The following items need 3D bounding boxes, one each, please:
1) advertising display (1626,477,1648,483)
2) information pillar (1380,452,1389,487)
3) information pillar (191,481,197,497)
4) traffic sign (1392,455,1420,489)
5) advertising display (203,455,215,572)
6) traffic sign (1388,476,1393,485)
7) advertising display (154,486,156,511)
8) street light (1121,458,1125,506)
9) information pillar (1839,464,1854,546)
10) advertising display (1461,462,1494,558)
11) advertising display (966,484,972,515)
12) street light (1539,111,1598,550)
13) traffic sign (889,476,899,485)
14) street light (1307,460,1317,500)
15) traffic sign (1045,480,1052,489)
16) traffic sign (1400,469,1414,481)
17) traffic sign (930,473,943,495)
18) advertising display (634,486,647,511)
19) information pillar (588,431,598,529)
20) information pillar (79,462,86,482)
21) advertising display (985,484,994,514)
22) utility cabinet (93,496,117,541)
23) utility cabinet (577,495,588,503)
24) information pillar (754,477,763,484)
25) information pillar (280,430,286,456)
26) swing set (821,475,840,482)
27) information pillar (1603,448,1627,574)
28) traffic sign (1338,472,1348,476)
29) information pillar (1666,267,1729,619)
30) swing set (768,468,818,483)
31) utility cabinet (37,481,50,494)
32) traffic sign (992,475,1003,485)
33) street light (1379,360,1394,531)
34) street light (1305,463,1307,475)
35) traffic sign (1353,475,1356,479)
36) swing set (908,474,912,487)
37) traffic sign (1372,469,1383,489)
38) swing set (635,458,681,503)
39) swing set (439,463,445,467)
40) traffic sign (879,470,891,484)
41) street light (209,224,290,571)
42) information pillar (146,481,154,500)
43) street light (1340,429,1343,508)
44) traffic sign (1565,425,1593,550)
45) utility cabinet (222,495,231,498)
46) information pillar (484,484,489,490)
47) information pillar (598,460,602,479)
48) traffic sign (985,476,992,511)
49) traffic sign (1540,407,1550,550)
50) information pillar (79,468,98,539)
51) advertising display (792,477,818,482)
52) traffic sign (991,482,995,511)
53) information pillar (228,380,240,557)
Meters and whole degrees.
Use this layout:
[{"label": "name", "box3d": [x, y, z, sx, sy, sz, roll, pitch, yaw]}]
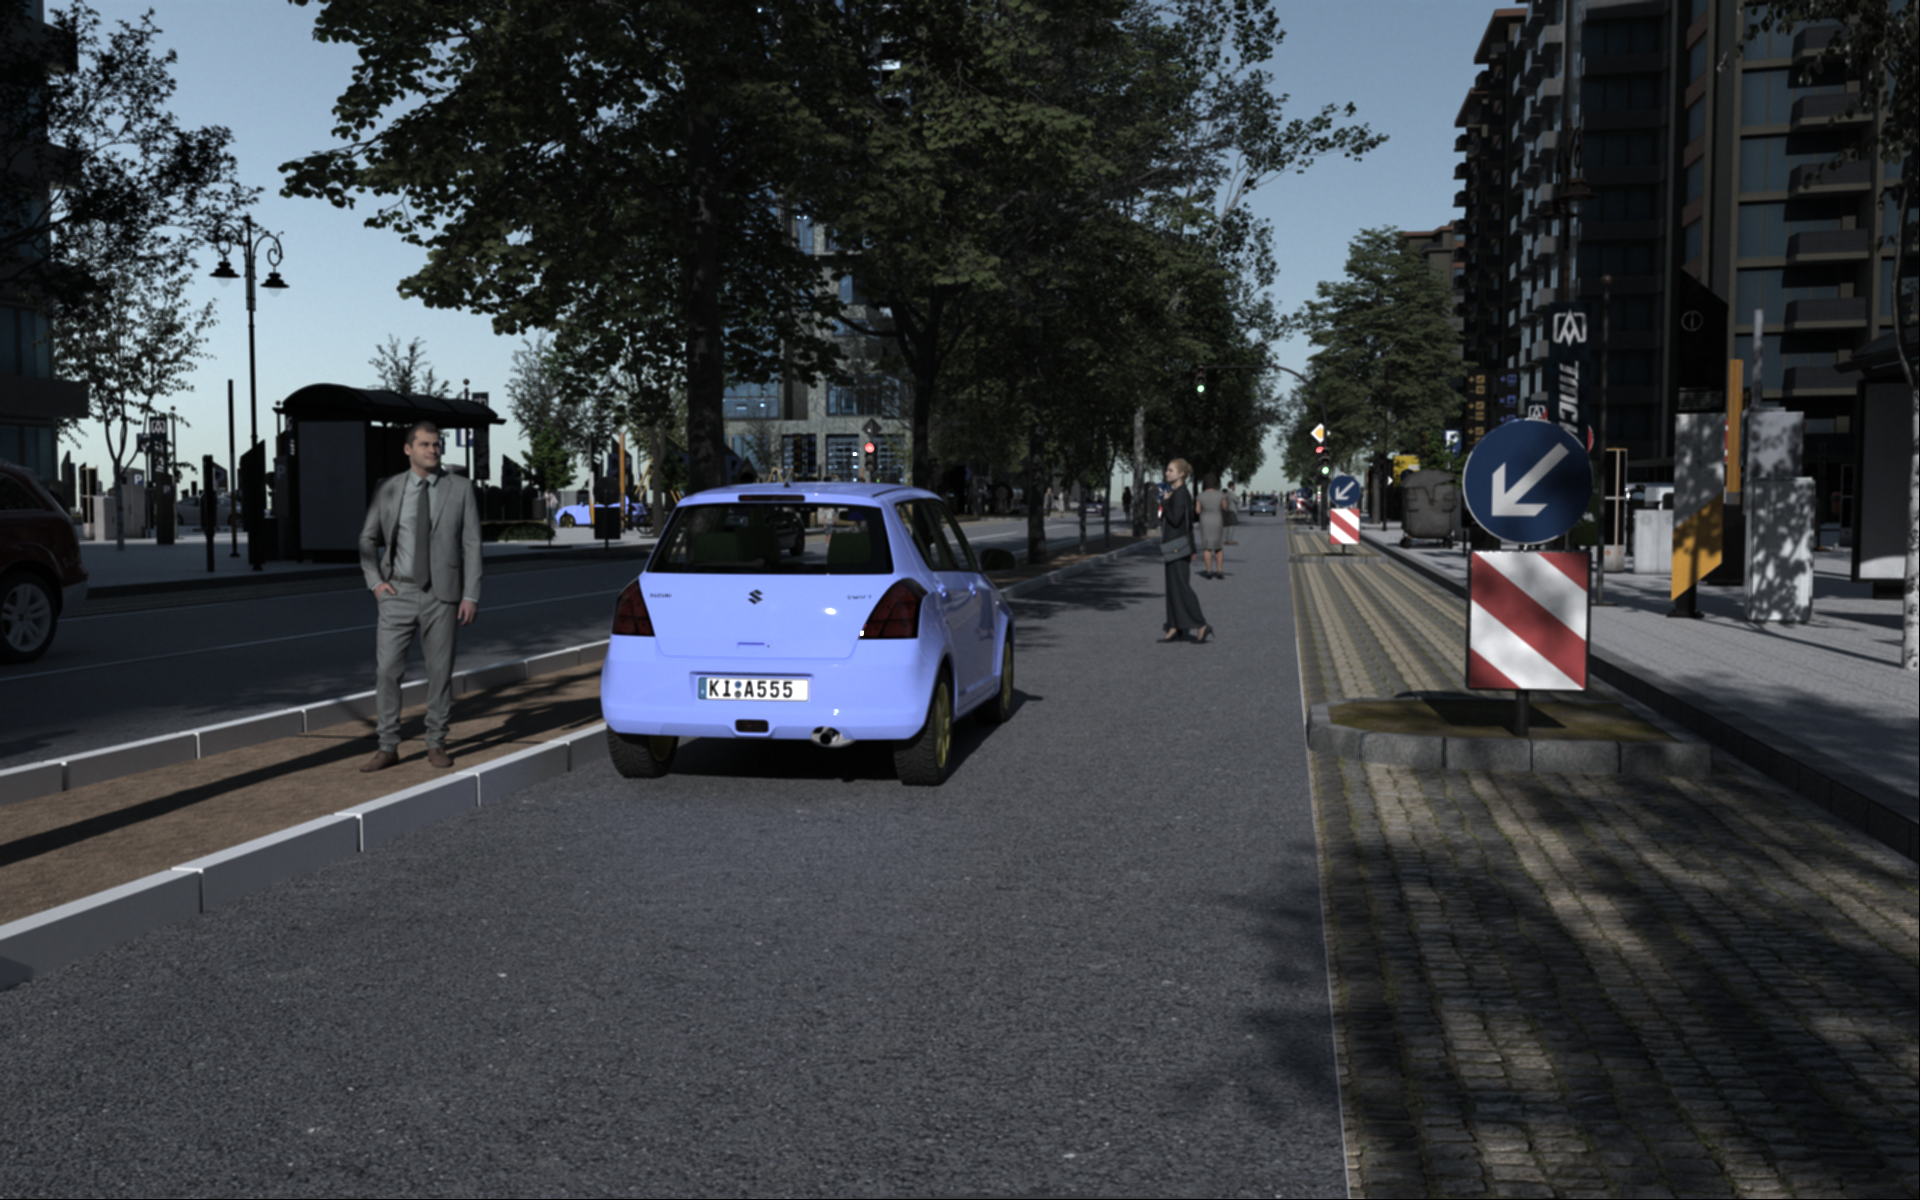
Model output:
[{"label": "advertising display", "box3d": [26.033, -3.771, 66.877, 0.974, 1.923, 0.123, 2, 4, 25]}, {"label": "information pillar", "box3d": [23.181, -6.326, 94.787, 0.504, 3.616, 0.183, 0, 4, -2]}, {"label": "information pillar", "box3d": [-43.914, -5.802, 99.349, 0.304, 2.012, 0.304, -2, 4, -24]}, {"label": "traffic sign", "box3d": [23.469, -5.838, 89.327, 2.265, 3.308, 0.079, 1, 4, 14]}, {"label": "advertising display", "box3d": [-12.501, -1.444, 28.829, 0.123, 1.923, 0.974, -2, 4, -25]}, {"label": "traffic sign", "box3d": [23.827, -5.858, 96.960, 0.795, 2.450, 0.064, 1, 4, 15]}, {"label": "advertising display", "box3d": [-62.258, -7.855, 133.634, 0.123, 1.923, 0.974, 0, 4, 8]}, {"label": "street light", "box3d": [17.501, -13.032, 185.856, 0.468, 5.910, 1.993, 1, 4, 11]}, {"label": "information pillar", "box3d": [21.818, -2.329, 42.565, 0.304, 2.012, 0.304, 2, 4, 31]}, {"label": "advertising display", "box3d": [10.363, -1.795, 34.570, 0.123, 1.923, 0.974, -1, 4, -22]}, {"label": "advertising display", "box3d": [0.571, -6.254, 107.460, 0.123, 1.923, 0.974, 1, 4, 18]}, {"label": "street light", "box3d": [7.486, -2.976, 21.450, 0.468, 5.910, 1.993, 1, 4, 11]}, {"label": "traffic sign", "box3d": [-3.661, -5.731, 95.830, 0.606, 2.300, 0.079, 1, 4, 11]}, {"label": "street light", "box3d": [44.139, -14.943, 217.109, 0.468, 5.910, 1.993, 1, 4, 11]}, {"label": "traffic sign", "box3d": [6.526, -7.751, 128.853, 0.606, 2.300, 0.079, 1, 4, 12]}, {"label": "traffic sign", "box3d": [22.769, -5.382, 88.094, 0.768, 2.556, 0.104, 1, 4, 18]}, {"label": "traffic sign", "box3d": [-1.456, -6.524, 106.780, 0.768, 2.556, 0.104, 1, 4, 12]}, {"label": "advertising display", "box3d": [-24.398, -7.768, 132.223, 0.974, 1.923, 0.123, 1, 4, 14]}, {"label": "information pillar", "box3d": [-13.753, -4.481, 64.626, 0.183, 3.616, 0.504, -2, 4, -24]}, {"label": "information pillar", "box3d": [-63.410, -8.190, 125.262, 0.504, 3.616, 0.183, -3, 4, -37]}, {"label": "advertising display", "box3d": [2.027, -6.603, 113.167, 0.974, 1.923, 0.123, 0, 4, 1]}, {"label": "utility cabinet", "box3d": [-23.747, -2.263, 48.159, 0.306, 1.237, 1.020, 0, 4, -8]}, {"label": "utility cabinet", "box3d": [-25.153, -6.377, 115.426, 1.020, 1.237, 0.306, -1, 4, -14]}, {"label": "information pillar", "box3d": [-8.534, -4.216, 73.423, 0.304, 2.012, 0.304, 3, 5, 44]}, {"label": "information pillar", "box3d": [-21.565, -3.937, 55.725, 0.504, 3.616, 0.183, -1, 4, -16]}, {"label": "swing set", "box3d": [-11.269, -8.933, 143.679, 2.862, 2.851, 3.119, 3, 4, 37]}, {"label": "information pillar", "box3d": [10.566, -1.440, 28.039, 0.304, 2.012, 0.304, -3, 5, -44]}, {"label": "traffic sign", "box3d": [21.790, -6.010, 98.375, 0.768, 2.556, 0.104, 1, 4, 12]}, {"label": "information pillar", "box3d": [7.609, -1.620, 17.845, 0.504, 3.616, 0.183, 2, 4, 32]}, {"label": "swing set", "box3d": [-10.583, -6.554, 104.776, 2.862, 2.851, 3.119, 1, 4, 16]}, {"label": "utility cabinet", "box3d": [-14.848, -1.154, 27.544, 1.173, 1.500, 0.318, 3, 5, 40]}, {"label": "traffic sign", "box3d": [2.431, -6.884, 112.666, 0.768, 2.556, 0.104, 1, 4, 14]}, {"label": "street light", "box3d": [14.692, -5.319, 59.761, 0.468, 5.910, 1.993, 1, 4, 11]}, {"label": "street light", "box3d": [52.032, -17.577, 260.165, 0.468, 5.910, 1.993, 1, 4, 11]}, {"label": "traffic sign", "box3d": [27.083, -7.294, 119.254, 0.884, 2.594, 0.081, 1, 4, 16]}, {"label": "swing set", "box3d": [-3.110, -9.156, 147.315, 3.119, 2.851, 2.862, 1, 4, 16]}, {"label": "traffic sign", "box3d": [21.393, -5.395, 88.315, 0.768, 2.556, 0.104, 1, 4, 17]}, {"label": "swing set", "box3d": [-13.392, -4.836, 76.696, 2.862, 2.851, 3.119, 0, 4, -4]}, {"label": "swing set", "box3d": [-26.744, -5.401, 85.922, 2.862, 2.851, 3.119, 2, 4, 27]}, {"label": "traffic sign", "box3d": [-4.205, -5.789, 94.661, 0.884, 2.594, 0.081, 1, 4, 15]}, {"label": "street light", "box3d": [-11.773, -3.429, 28.850, 0.468, 5.910, 1.993, 1, 4, 11]}, {"label": "information pillar", "box3d": [-45.593, -5.688, 97.491, 0.304, 2.012, 0.304, 2, 4, 34]}, {"label": "street light", "box3d": [22.782, -7.974, 103.167, 0.468, 5.910, 1.993, 1, 4, 11]}, {"label": "traffic sign", "box3d": [9.889, -1.720, 28.220, 0.768, 2.556, 0.104, 1, 4, 13]}, {"label": "utility cabinet", "box3d": [-41.098, -5.304, 97.882, 0.306, 1.237, 1.020, 3, 5, 43]}, {"label": "information pillar", "box3d": [-35.314, -7.624, 129.149, 0.304, 2.012, 0.304, -2, 4, -28]}, {"label": "information pillar", "box3d": [-23.680, -7.397, 112.291, 0.504, 3.616, 0.183, -1, 4, -15]}, {"label": "traffic sign", "box3d": [1.918, -7.466, 122.073, 0.884, 2.594, 0.081, 1, 4, 15]}, {"label": "traffic sign", "box3d": [8.404, -1.512, 24.718, 0.884, 2.594, 0.081, 1, 4, 12]}, {"label": "information pillar", "box3d": [-24.684, -2.731, 49.139, 0.304, 2.012, 0.304, 2, 4, 30]}, {"label": "advertising display", "box3d": [-5.833, -3.667, 65.174, 0.974, 1.923, 0.123, 0, 4, -7]}, {"label": "traffic sign", "box3d": [2.514, -7.559, 124.771, 0.795, 2.450, 0.064, 1, 4, 17]}, {"label": "information pillar", "box3d": [-14.825, -2.688, 35.298, 0.183, 3.616, 0.504, -1, 4, -22]}]
